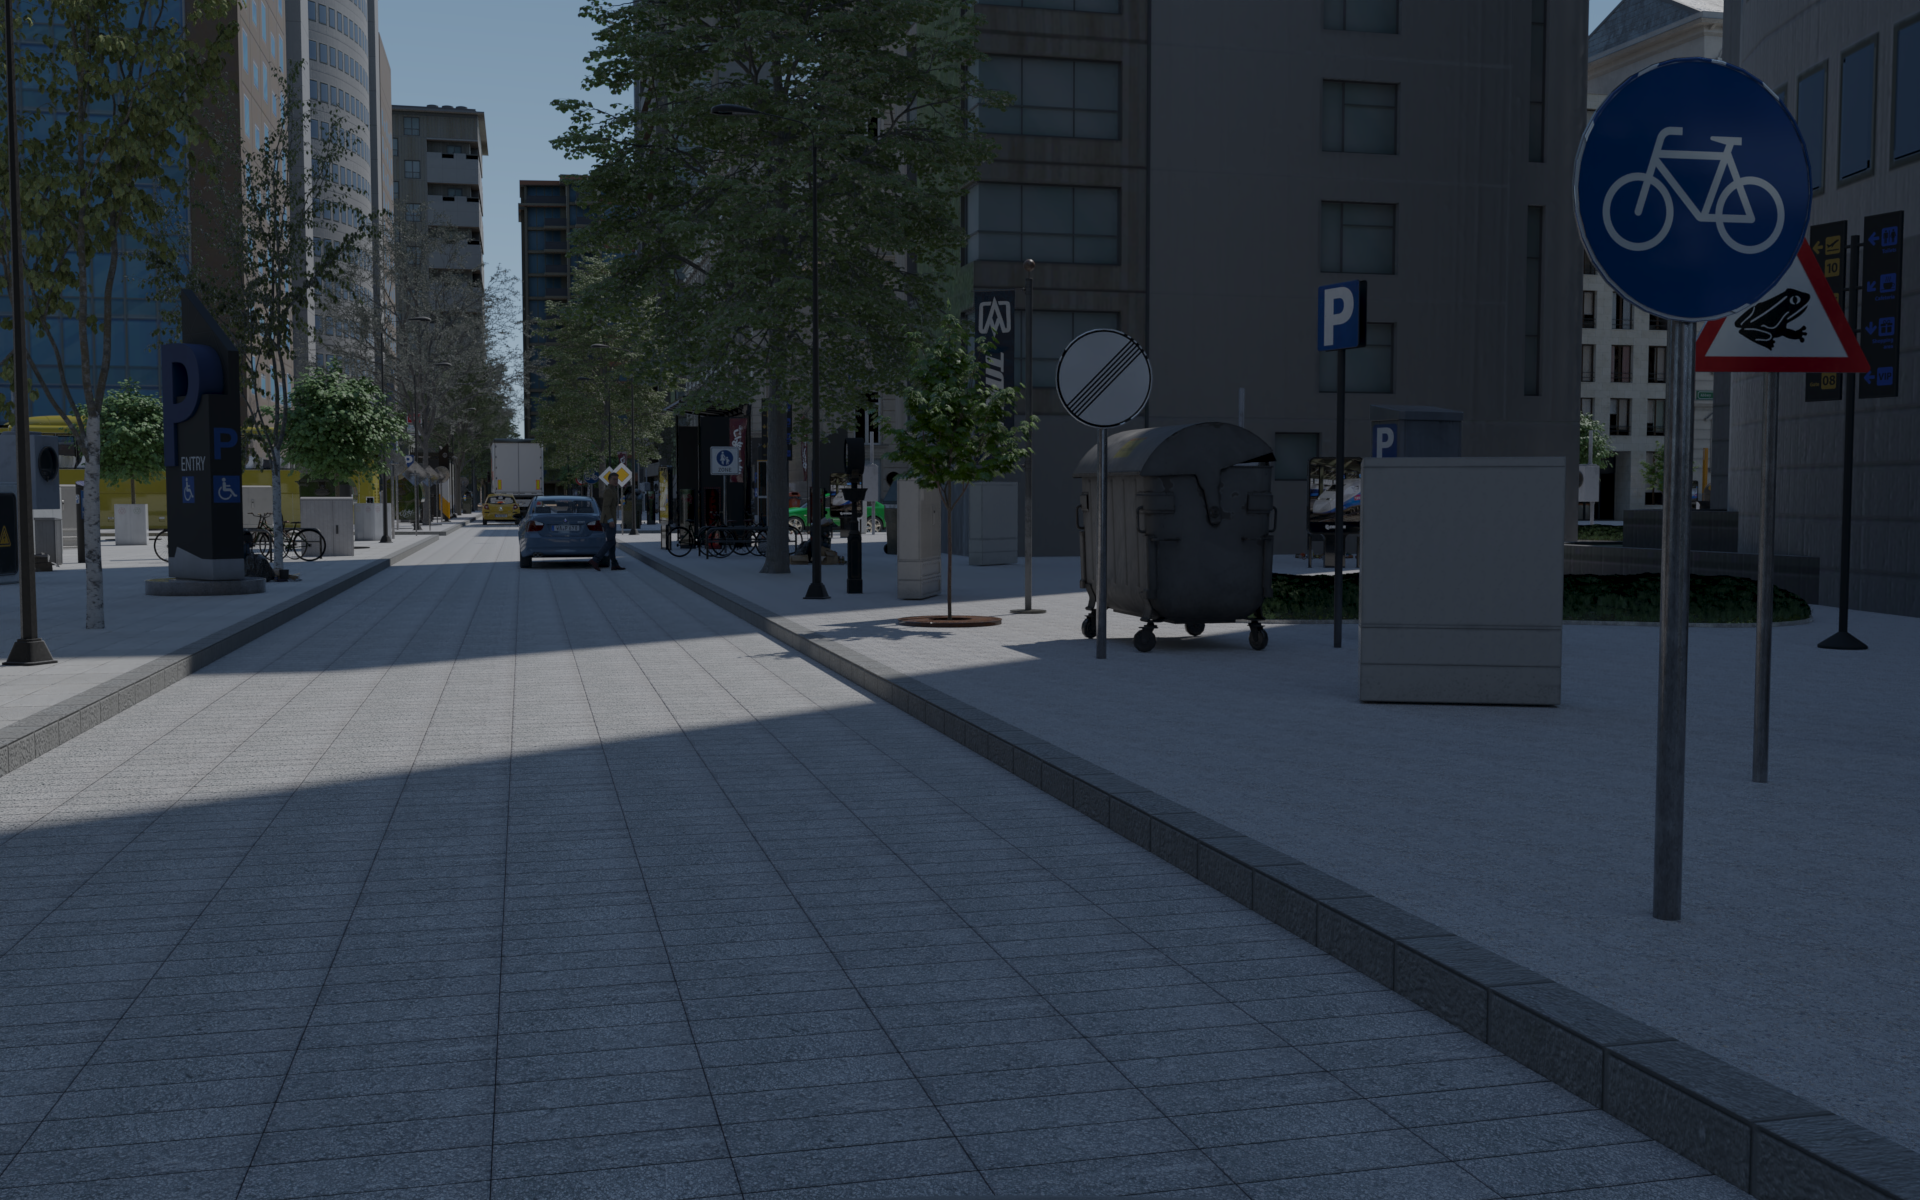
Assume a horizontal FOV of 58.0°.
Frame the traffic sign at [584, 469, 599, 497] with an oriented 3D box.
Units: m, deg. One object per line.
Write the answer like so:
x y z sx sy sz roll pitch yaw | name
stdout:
-18.477 -5.307 86.872 0.768 2.556 0.104 -1 4 -10 | traffic sign

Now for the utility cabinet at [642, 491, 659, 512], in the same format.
-22.405 -7.127 125.207 1.173 1.500 0.318 -1 4 -18 | utility cabinet

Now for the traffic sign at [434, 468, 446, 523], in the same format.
-23.317 -4.650 77.208 0.795 2.450 0.064 -1 4 -12 | traffic sign

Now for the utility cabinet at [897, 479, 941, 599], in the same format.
-0.486 -0.778 21.403 0.318 1.500 1.173 1 4 11 | utility cabinet

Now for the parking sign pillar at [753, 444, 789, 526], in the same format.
-7.347 -4.836 67.546 1.447 3.967 1.447 -2 4 -30 | parking sign pillar

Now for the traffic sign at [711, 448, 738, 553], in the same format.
-5.085 -2.163 37.495 0.606 2.300 0.079 -1 4 -9 | traffic sign

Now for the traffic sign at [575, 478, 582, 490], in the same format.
-22.394 -6.273 102.672 0.768 2.556 0.104 -1 4 -12 | traffic sign

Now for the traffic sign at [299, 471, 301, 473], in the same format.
-18.940 -3.082 50.503 0.768 2.556 0.104 -1 4 -13 | traffic sign

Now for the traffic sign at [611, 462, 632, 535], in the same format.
-10.619 -3.106 54.428 0.795 2.450 0.064 -1 4 -14 | traffic sign

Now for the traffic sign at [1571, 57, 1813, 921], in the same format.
2.141 -0.310 5.167 0.768 2.556 0.104 -1 4 -10 | traffic sign

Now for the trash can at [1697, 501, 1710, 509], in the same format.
16.239 -1.567 37.280 0.748 1.137 0.748 0 3 0 | trash can

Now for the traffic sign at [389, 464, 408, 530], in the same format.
-20.105 -3.776 61.844 0.768 2.556 0.104 0 4 -7 | traffic sign

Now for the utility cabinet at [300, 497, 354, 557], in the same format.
-13.063 -1.504 35.760 1.020 1.237 0.306 -1 4 -19 | utility cabinet

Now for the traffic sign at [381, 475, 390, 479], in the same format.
-26.628 -4.942 80.911 0.768 2.556 0.104 0 4 -7 | traffic sign

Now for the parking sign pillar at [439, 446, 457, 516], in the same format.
-28.787 -6.605 96.457 1.447 3.967 1.447 -3 5 -40 | parking sign pillar

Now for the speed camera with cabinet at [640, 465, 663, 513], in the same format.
-20.815 -7.568 118.079 0.660 3.252 2.038 -3 5 -39 | speed camera with cabinet

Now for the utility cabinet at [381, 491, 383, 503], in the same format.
-34.666 -5.852 104.359 0.318 1.500 1.173 -2 4 -26 | utility cabinet

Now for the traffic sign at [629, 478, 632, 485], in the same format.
-16.726 -5.195 87.065 0.606 2.300 0.079 -1 4 -10 | traffic sign

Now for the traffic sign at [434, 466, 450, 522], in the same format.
-23.673 -4.828 79.051 0.768 2.556 0.104 0 4 -5 | traffic sign

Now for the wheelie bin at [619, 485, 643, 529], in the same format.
-12.073 -3.418 63.786 0.693 1.594 0.980 2 4 24 | wheelie bin

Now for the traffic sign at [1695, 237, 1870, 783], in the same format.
3.565 -0.467 7.644 0.884 2.594 0.081 0 4 -7 | traffic sign

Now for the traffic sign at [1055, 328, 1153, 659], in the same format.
1.103 -0.815 13.427 0.768 2.556 0.104 -1 4 -9 | traffic sign

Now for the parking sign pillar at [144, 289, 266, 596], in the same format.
-9.769 -2.071 22.333 1.447 3.967 1.447 3 5 42 | parking sign pillar

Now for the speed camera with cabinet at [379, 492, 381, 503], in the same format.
-41.943 -8.042 125.830 2.038 3.252 0.660 -2 4 -30 | speed camera with cabinet

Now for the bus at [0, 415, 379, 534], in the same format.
-25.148 -3.914 55.541 12.252 3.916 2.896 -1 4 -14 | bus

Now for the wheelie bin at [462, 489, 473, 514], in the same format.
-31.736 -6.340 111.567 0.693 1.594 0.980 -1 4 -13 | wheelie bin

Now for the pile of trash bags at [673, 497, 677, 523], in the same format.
-11.779 -4.089 76.600 1.912 1.369 3.447 -1 4 -17 | pile of trash bags

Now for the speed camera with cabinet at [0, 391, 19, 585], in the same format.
-13.781 -1.875 24.987 0.660 3.252 2.038 0 3 0 | speed camera with cabinet

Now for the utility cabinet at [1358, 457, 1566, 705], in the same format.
3.047 -0.116 10.582 1.173 1.500 0.318 1 4 10 | utility cabinet

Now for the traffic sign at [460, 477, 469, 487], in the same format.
-36.562 -7.795 127.556 0.768 2.556 0.104 -1 4 -13 | traffic sign

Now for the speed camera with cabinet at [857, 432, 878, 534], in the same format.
-3.244 -3.748 55.620 0.660 3.252 2.038 -2 4 -23 | speed camera with cabinet

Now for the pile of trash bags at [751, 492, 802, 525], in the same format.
-8.104 -3.709 70.389 3.447 1.369 1.912 -2 4 -24 | pile of trash bags

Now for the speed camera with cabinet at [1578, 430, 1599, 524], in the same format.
19.165 -3.672 54.367 0.660 3.252 2.038 -1 4 -18 | speed camera with cabinet

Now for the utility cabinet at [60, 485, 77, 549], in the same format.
-20.913 -1.919 40.048 0.318 1.500 1.173 2 4 29 | utility cabinet

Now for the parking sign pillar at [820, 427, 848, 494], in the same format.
-4.850 -4.650 64.502 1.447 3.967 1.447 -2 4 -24 | parking sign pillar

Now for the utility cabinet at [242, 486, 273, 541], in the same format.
-18.820 -2.270 45.796 1.173 1.500 0.318 -2 4 -30 | utility cabinet

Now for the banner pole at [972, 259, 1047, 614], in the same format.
0.523 -1.752 18.670 0.863 3.779 0.401 1 4 23 | banner pole

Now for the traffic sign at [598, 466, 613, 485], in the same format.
-12.572 -3.580 62.172 0.795 2.450 0.064 -1 4 -14 | traffic sign

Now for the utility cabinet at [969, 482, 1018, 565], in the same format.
0.595 -1.380 31.248 0.318 1.500 1.173 2 4 34 | utility cabinet

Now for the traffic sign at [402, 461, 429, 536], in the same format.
-16.631 -3.015 52.939 0.795 2.450 0.064 -1 4 -14 | traffic sign

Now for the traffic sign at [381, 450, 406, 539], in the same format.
-16.229 -3.023 49.529 0.768 2.556 0.104 -1 4 -9 | traffic sign

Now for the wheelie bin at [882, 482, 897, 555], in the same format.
-1.220 -1.768 36.812 0.693 1.594 0.980 -3 5 -41 | wheelie bin

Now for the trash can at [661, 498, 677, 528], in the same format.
-10.396 -3.079 61.992 0.748 1.137 0.748 0 3 0 | trash can

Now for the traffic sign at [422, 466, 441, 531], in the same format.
-18.584 -3.489 60.682 0.795 2.450 0.064 -1 4 -14 | traffic sign

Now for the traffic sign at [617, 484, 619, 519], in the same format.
-17.929 -5.545 90.774 0.768 2.556 0.104 -1 4 -11 | traffic sign

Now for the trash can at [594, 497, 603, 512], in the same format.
-16.525 -4.175 79.909 0.748 1.137 0.748 0 3 0 | trash can

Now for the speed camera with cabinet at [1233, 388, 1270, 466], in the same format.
5.036 -2.281 31.634 0.660 3.252 2.038 2 4 32 | speed camera with cabinet
